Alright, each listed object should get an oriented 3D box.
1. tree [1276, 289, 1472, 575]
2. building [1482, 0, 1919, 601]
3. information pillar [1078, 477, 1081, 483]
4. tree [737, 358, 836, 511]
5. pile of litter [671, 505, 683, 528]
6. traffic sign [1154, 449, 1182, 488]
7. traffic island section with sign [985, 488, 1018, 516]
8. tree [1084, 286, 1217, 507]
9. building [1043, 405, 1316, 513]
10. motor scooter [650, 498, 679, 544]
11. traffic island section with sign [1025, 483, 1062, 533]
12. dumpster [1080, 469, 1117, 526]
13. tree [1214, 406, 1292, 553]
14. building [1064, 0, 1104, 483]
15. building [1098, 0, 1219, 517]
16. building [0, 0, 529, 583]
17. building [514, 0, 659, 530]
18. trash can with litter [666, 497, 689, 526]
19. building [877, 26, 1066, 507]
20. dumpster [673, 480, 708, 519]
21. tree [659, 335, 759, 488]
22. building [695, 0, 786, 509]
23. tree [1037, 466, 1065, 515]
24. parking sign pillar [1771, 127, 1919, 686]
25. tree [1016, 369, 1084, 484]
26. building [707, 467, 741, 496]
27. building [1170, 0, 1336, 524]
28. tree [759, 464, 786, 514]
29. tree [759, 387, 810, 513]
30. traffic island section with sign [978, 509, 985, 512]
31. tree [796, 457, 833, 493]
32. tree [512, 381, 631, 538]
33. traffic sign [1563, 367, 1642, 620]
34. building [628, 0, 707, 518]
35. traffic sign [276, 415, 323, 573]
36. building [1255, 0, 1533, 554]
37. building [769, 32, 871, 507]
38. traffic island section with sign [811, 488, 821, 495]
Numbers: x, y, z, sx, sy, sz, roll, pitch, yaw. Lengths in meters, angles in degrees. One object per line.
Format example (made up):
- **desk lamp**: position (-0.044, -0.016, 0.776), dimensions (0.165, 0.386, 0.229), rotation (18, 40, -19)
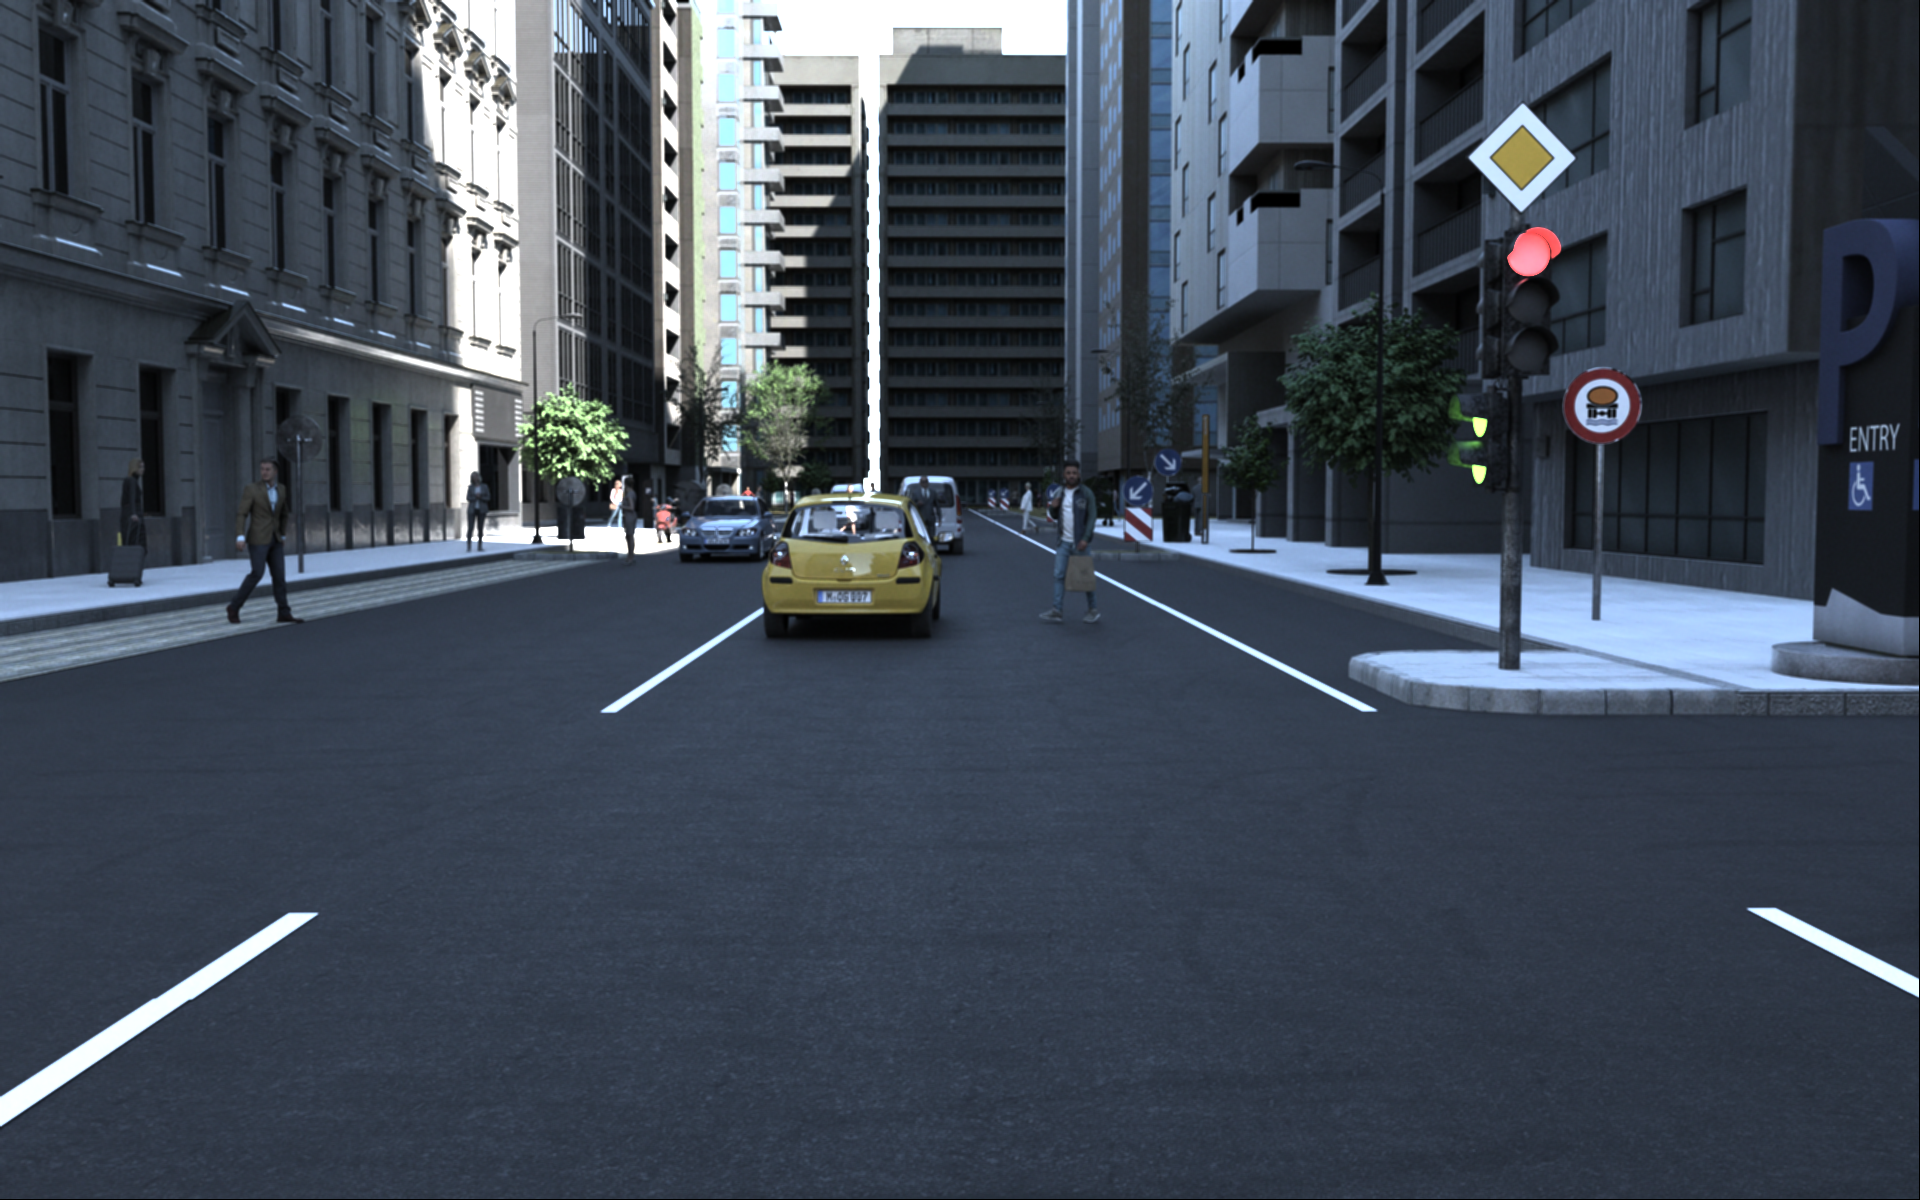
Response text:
- **tree**: position (6.734, -2.713, 28.063), dimensions (4.285, 4.588, 4.351), rotation (0, 3, 0)
- **building**: position (16.148, -15.371, 23.025), dimensions (14.107, 30.474, 14.160), rotation (0, 4, -1)
- **information pillar**: position (4.935, -4.218, 73.458), dimensions (0.304, 2.012, 0.304), rotation (-2, 4, -34)
- **tree**: position (-13.167, -12.582, 131.469), dimensions (9.928, 11.665, 9.643), rotation (0, 3, 0)
- **pile of litter**: position (-11.250, -3.254, 67.161), dimensions (1.176, 0.858, 1.719), rotation (0, 4, 4)
- **traffic sign**: position (5.821, -2.962, 48.537), dimensions (0.768, 2.556, 0.104), rotation (0, 4, 0)
- **traffic island section with sign**: position (2.817, -6.500, 114.901), dimensions (1.989, 1.847, 2.006), rotation (0, 4, -1)
- **tree**: position (6.770, -6.753, 60.772), dimensions (4.360, 8.622, 3.978), rotation (0, 3, 0)
- **building**: position (18.104, -43.443, 148.553), dimensions (20.563, 71.187, 20.611), rotation (0, 4, -1)
- **motor scooter**: position (-8.540, -2.292, 50.251), dimensions (0.815, 1.314, 1.986), rotation (0, 4, 0)
- **traffic island section with sign**: position (3.419, -3.463, 65.254), dimensions (1.989, 1.847, 2.006), rotation (0, 4, -1)
- **dumpster**: position (5.463, -4.095, 69.451), dimensions (1.502, 2.255, 1.985), rotation (0, 4, -1)
- **tree**: position (6.558, -2.658, 38.061), dimensions (1.663, 3.219, 1.824), rotation (0, 3, 0)
- **building**: position (18.081, -35.605, 124.142), dimensions (21.231, 58.520, 28.212), rotation (0, 4, -1)
- **building**: position (15.822, -27.704, 103.068), dimensions (14.600, 45.320, 14.200), rotation (0, 4, -1)
- **building**: position (-21.863, -15.889, 36.195), dimensions (17.030, 29.872, 44.131), rotation (0, 4, -1)
- **building**: position (-21.245, -16.928, 70.278), dimensions (14.314, 27.812, 24.014), rotation (0, 4, -1)
- **trash can with litter**: position (-11.437, -3.607, 70.362), dimensions (1.055, 1.170, 0.624), rotation (1, 4, 14)
- **building**: position (2.219, -34.284, 184.238), dimensions (21.600, 48.544, 21.300), rotation (0, 4, -1)
- **dumpster**: position (-11.330, -4.089, 72.610), dimensions (1.264, 1.857, 1.865), rotation (0, 4, -1)
- **tree**: position (-11.816, -7.993, 81.050), dimensions (4.360, 8.622, 3.978), rotation (0, 3, 0)
- **building**: position (-30.667, -32.334, 148.273), dimensions (30.456, 49.044, 23.786), rotation (0, 4, -1)
- **tree**: position (5.565, -6.883, 107.140), dimensions (1.663, 3.219, 1.824), rotation (0, 3, 0)
- **parking sign pillar**: position (6.552, -1.449, 12.171), dimensions (1.447, 3.967, 1.447), rotation (0, 4, 1)
- **tree**: position (5.380, -9.169, 100.282), dimensions (4.360, 8.622, 3.978), rotation (0, 3, 0)
- **building**: position (-31.216, -25.780, 113.388), dimensions (32.217, 40.220, 23.993), rotation (0, 4, -1)
- **building**: position (23.975, -29.541, 72.234), dimensions (28.713, 52.752, 27.495), rotation (0, 4, -1)
- **tree**: position (-12.194, -7.164, 111.729), dimensions (1.663, 3.219, 1.824), rotation (0, 3, 0)
- **tree**: position (-12.105, -10.299, 118.746), dimensions (4.360, 8.622, 3.978), rotation (0, 3, 0)
- **traffic island section with sign**: position (2.487, -8.156, 141.976), dimensions (1.989, 1.847, 2.006), rotation (0, 4, -1)
- **tree**: position (-12.713, -10.274, 151.688), dimensions (4.285, 4.588, 4.351), rotation (0, 3, 0)
- **tree**: position (-11.341, -4.089, 50.565), dimensions (4.285, 4.588, 4.351), rotation (0, 3, 0)
- **traffic sign**: position (6.471, -1.066, 17.540), dimensions (0.768, 2.556, 0.104), rotation (0, 4, 6)
- **building**: position (-21.898, -19.756, 94.707), dimensions (14.160, 30.474, 14.107), rotation (0, 4, -1)
- **traffic sign**: position (-10.720, -1.712, 28.103), dimensions (0.768, 2.556, 0.104), rotation (0, 4, 2)
- **building**: position (19.181, -36.781, 39.618), dimensions (20.563, 71.187, 20.611), rotation (0, 4, -1)
- **building**: position (-20.622, -34.289, 184.332), dimensions (21.600, 48.544, 21.300), rotation (0, 4, -1)
- **traffic island section with sign**: position (-9.514, -6.508, 115.029), dimensions (1.989, 1.847, 2.006), rotation (0, 4, -1)
